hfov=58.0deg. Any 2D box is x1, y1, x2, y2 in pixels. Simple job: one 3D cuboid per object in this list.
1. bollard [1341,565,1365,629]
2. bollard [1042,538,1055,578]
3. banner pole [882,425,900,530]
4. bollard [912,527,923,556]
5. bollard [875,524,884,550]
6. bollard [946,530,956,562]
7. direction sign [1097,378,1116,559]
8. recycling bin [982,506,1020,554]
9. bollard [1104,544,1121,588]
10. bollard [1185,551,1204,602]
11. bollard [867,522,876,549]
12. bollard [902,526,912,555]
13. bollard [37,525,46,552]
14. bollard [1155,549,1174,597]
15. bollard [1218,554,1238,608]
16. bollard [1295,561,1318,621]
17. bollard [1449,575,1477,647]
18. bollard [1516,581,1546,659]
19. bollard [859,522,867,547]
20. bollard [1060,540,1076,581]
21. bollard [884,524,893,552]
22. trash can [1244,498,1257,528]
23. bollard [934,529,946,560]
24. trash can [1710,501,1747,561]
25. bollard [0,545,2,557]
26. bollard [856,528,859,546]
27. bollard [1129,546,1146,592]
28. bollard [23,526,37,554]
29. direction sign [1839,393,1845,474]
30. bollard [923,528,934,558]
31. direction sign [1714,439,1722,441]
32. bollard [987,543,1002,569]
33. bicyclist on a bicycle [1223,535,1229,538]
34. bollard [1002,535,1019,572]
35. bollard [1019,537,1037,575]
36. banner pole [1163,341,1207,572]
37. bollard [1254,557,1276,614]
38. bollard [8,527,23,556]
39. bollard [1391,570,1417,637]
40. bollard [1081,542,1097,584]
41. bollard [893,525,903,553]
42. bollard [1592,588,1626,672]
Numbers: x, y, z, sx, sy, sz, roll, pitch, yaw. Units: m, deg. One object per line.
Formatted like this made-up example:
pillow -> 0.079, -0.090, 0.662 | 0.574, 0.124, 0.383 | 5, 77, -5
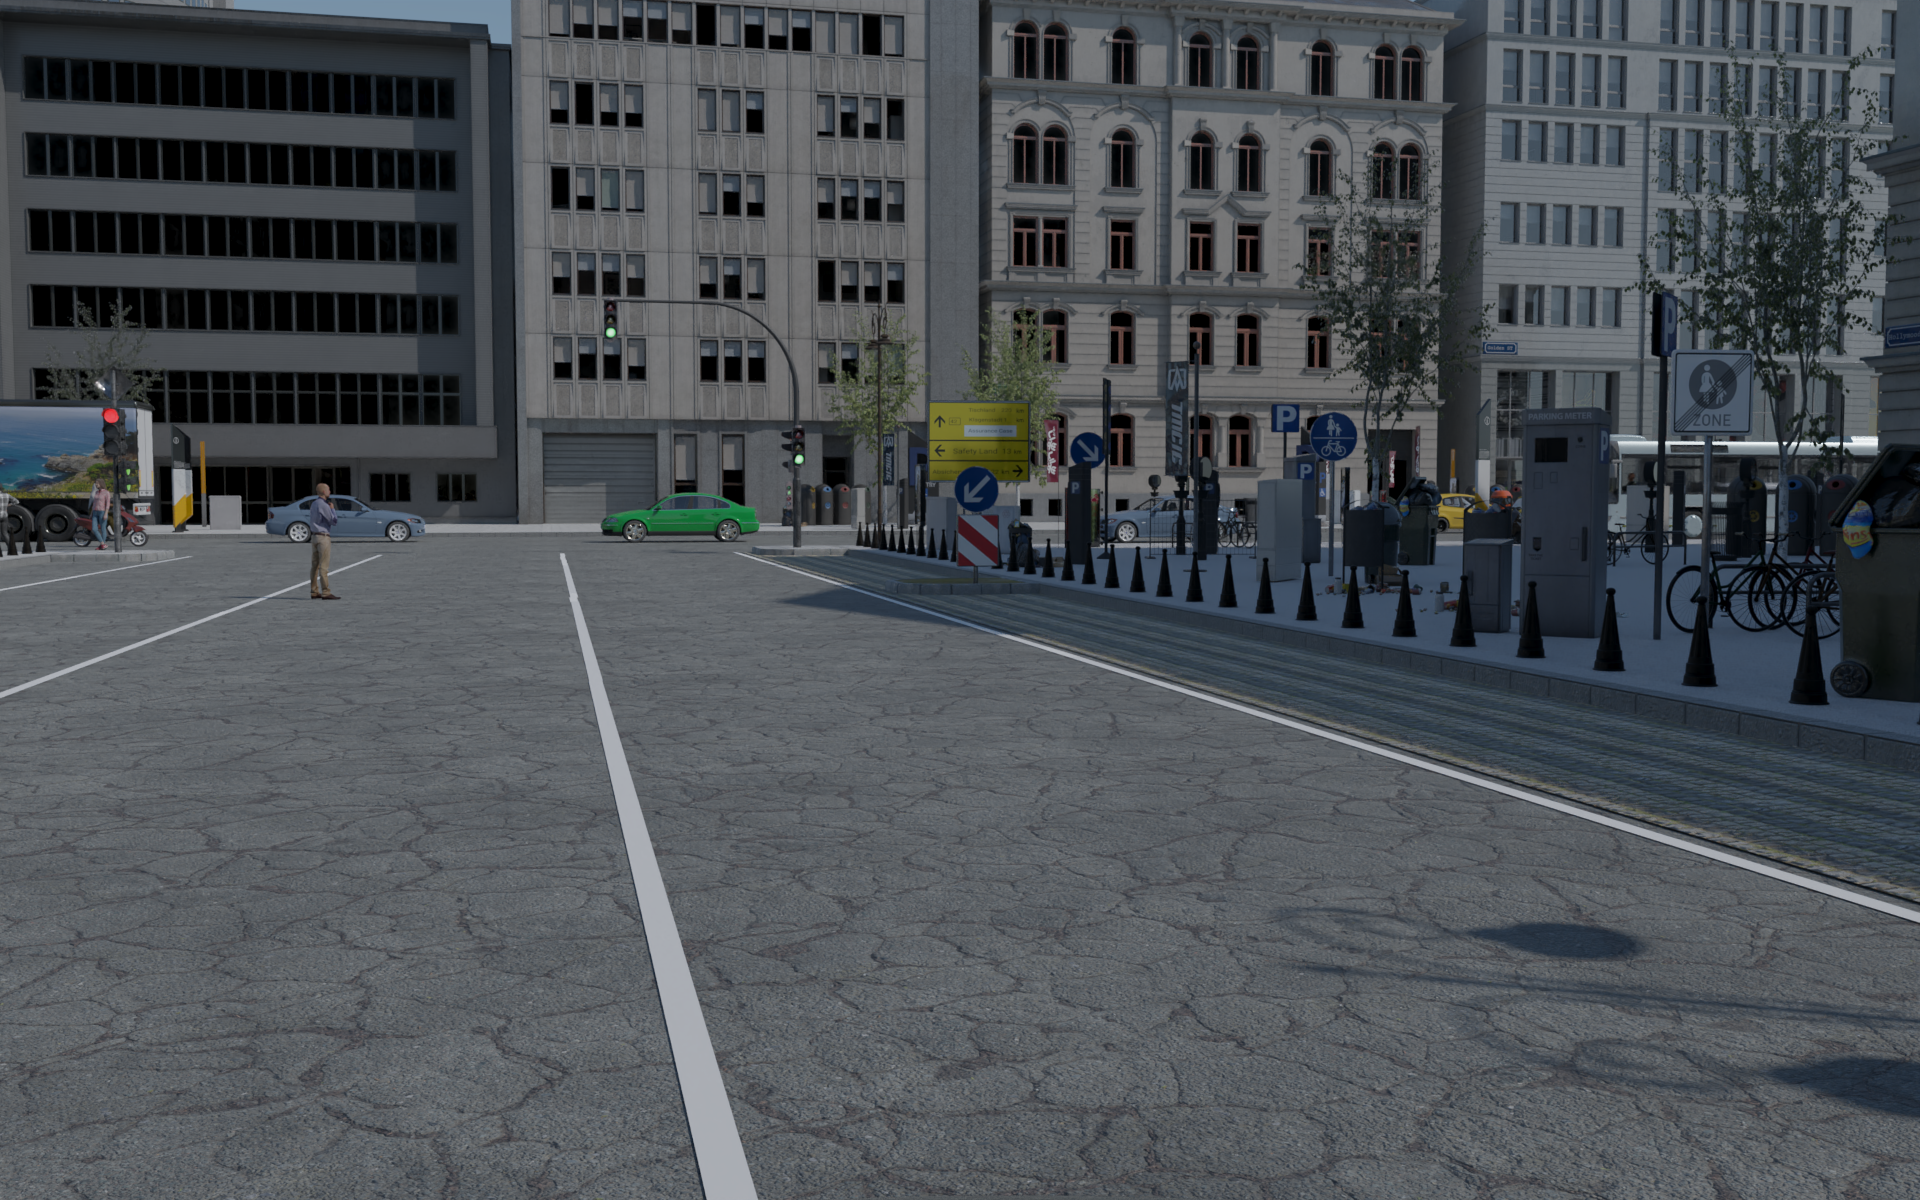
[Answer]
bollard -> 3.770, -0.035, 16.606 | 0.229, 0.601, 0.229 | 0, 3, 0
bollard -> 1.364, -0.650, 26.676 | 0.229, 0.601, 0.229 | 0, 3, 0
banner pole -> -2.443, -4.454, 62.837 | 0.863, 3.779, 0.401 | 2, 4, 26
bollard -> -0.799, -1.203, 35.712 | 0.229, 0.601, 0.229 | 0, 3, 0
bollard -> -1.752, -1.448, 39.710 | 0.229, 0.601, 0.229 | 0, 3, 0
bollard -> -0.079, -1.019, 32.704 | 0.229, 0.601, 0.229 | 0, 3, 0
direction sign -> 2.891, -2.580, 34.173 | 0.379, 3.537, 0.876 | 1, 4, 14
recycling bin -> 0.882, -1.506, 37.185 | 0.722, 1.027, 0.722 | 1, 4, 13
bollard -> 2.080, -0.466, 23.660 | 0.229, 0.601, 0.229 | 0, 3, 0
bollard -> 2.801, -0.282, 20.648 | 0.229, 0.601, 0.229 | 0, 3, 0
bollard -> -1.995, -1.509, 40.708 | 0.229, 0.601, 0.229 | 0, 3, 0
bollard -> -1.034, -1.264, 36.712 | 0.229, 0.601, 0.229 | 0, 3, 0
bollard -> -20.241, -1.350, 38.118 | 0.229, 0.601, 0.229 | 0, 3, 0
bollard -> 2.559, -0.344, 21.659 | 0.229, 0.601, 0.229 | 0, 3, 0
bollard -> 3.043, -0.220, 19.634 | 0.229, 0.601, 0.229 | 0, 3, 0
bollard -> 3.530, -0.096, 17.609 | 0.229, 0.601, 0.229 | 0, 3, 0
bollard -> 4.246, 0.088, 14.598 | 0.229, 0.601, 0.229 | 0, 3, 0
bollard -> 4.488, 0.149, 13.598 | 0.229, 0.601, 0.229 | 0, 3, 0
bollard -> -2.231, -1.570, 41.707 | 0.229, 0.601, 0.229 | 0, 3, 0
bollard -> 1.603, -0.589, 25.669 | 0.229, 0.601, 0.229 | 0, 3, 0
bollard -> -1.514, -1.386, 38.708 | 0.229, 0.601, 0.229 | 0, 3, 0
trash can -> 10.974, -3.253, 64.845 | 0.748, 1.137, 0.748 | 0, 3, 0
bollard -> -0.320, -1.080, 33.702 | 0.229, 0.601, 0.229 | 0, 3, 0
trash can -> 14.696, -1.322, 33.265 | 0.748, 1.137, 0.748 | 0, 3, 0
bollard -> -19.529, -1.166, 35.114 | 0.229, 0.601, 0.229 | 0, 3, 0
bollard -> -2.466, -1.631, 42.707 | 0.229, 0.601, 0.229 | 0, 3, 0
bollard -> 2.327, -0.405, 22.659 | 0.229, 0.601, 0.229 | 0, 3, 0
bollard -> -20.002, -1.289, 37.112 | 0.229, 0.601, 0.229 | 0, 3, 0
direction sign -> 20.043, -2.900, 39.415 | 0.379, 3.537, 0.876 | 2, 4, 30
bollard -> -0.557, -1.142, 34.714 | 0.229, 0.601, 0.229 | 0, 3, 0
direction sign -> 31.236, -4.860, 71.462 | 0.379, 3.537, 0.876 | 0, 4, 6
bollard -> 0.641, -0.834, 29.685 | 0.229, 0.601, 0.229 | 0, 3, 0
bicyclist on a bicycle -> 8.032, -2.815, 56.040 | 1.625, 1.676, 1.499 | -1, 4, -13
bollard -> 0.883, -0.773, 28.684 | 0.229, 0.601, 0.229 | 0, 3, 0
bollard -> 1.120, -0.712, 27.677 | 0.229, 0.601, 0.229 | 0, 3, 0
banner pole -> 3.718, -2.364, 28.668 | 0.863, 3.779, 0.401 | 3, 5, 43
bollard -> 3.285, -0.158, 18.628 | 0.229, 0.601, 0.229 | 0, 3, 0
bollard -> -19.766, -1.228, 36.112 | 0.229, 0.601, 0.229 | 0, 3, 0
bollard -> 4.008, 0.027, 15.603 | 0.229, 0.601, 0.229 | 0, 3, 0
bollard -> 1.839, -0.528, 24.669 | 0.229, 0.601, 0.229 | 0, 3, 0
bollard -> -1.272, -1.325, 37.710 | 0.229, 0.601, 0.229 | 0, 3, 0
bollard -> 4.728, 0.211, 12.600 | 0.229, 0.601, 0.229 | 0, 3, 0
